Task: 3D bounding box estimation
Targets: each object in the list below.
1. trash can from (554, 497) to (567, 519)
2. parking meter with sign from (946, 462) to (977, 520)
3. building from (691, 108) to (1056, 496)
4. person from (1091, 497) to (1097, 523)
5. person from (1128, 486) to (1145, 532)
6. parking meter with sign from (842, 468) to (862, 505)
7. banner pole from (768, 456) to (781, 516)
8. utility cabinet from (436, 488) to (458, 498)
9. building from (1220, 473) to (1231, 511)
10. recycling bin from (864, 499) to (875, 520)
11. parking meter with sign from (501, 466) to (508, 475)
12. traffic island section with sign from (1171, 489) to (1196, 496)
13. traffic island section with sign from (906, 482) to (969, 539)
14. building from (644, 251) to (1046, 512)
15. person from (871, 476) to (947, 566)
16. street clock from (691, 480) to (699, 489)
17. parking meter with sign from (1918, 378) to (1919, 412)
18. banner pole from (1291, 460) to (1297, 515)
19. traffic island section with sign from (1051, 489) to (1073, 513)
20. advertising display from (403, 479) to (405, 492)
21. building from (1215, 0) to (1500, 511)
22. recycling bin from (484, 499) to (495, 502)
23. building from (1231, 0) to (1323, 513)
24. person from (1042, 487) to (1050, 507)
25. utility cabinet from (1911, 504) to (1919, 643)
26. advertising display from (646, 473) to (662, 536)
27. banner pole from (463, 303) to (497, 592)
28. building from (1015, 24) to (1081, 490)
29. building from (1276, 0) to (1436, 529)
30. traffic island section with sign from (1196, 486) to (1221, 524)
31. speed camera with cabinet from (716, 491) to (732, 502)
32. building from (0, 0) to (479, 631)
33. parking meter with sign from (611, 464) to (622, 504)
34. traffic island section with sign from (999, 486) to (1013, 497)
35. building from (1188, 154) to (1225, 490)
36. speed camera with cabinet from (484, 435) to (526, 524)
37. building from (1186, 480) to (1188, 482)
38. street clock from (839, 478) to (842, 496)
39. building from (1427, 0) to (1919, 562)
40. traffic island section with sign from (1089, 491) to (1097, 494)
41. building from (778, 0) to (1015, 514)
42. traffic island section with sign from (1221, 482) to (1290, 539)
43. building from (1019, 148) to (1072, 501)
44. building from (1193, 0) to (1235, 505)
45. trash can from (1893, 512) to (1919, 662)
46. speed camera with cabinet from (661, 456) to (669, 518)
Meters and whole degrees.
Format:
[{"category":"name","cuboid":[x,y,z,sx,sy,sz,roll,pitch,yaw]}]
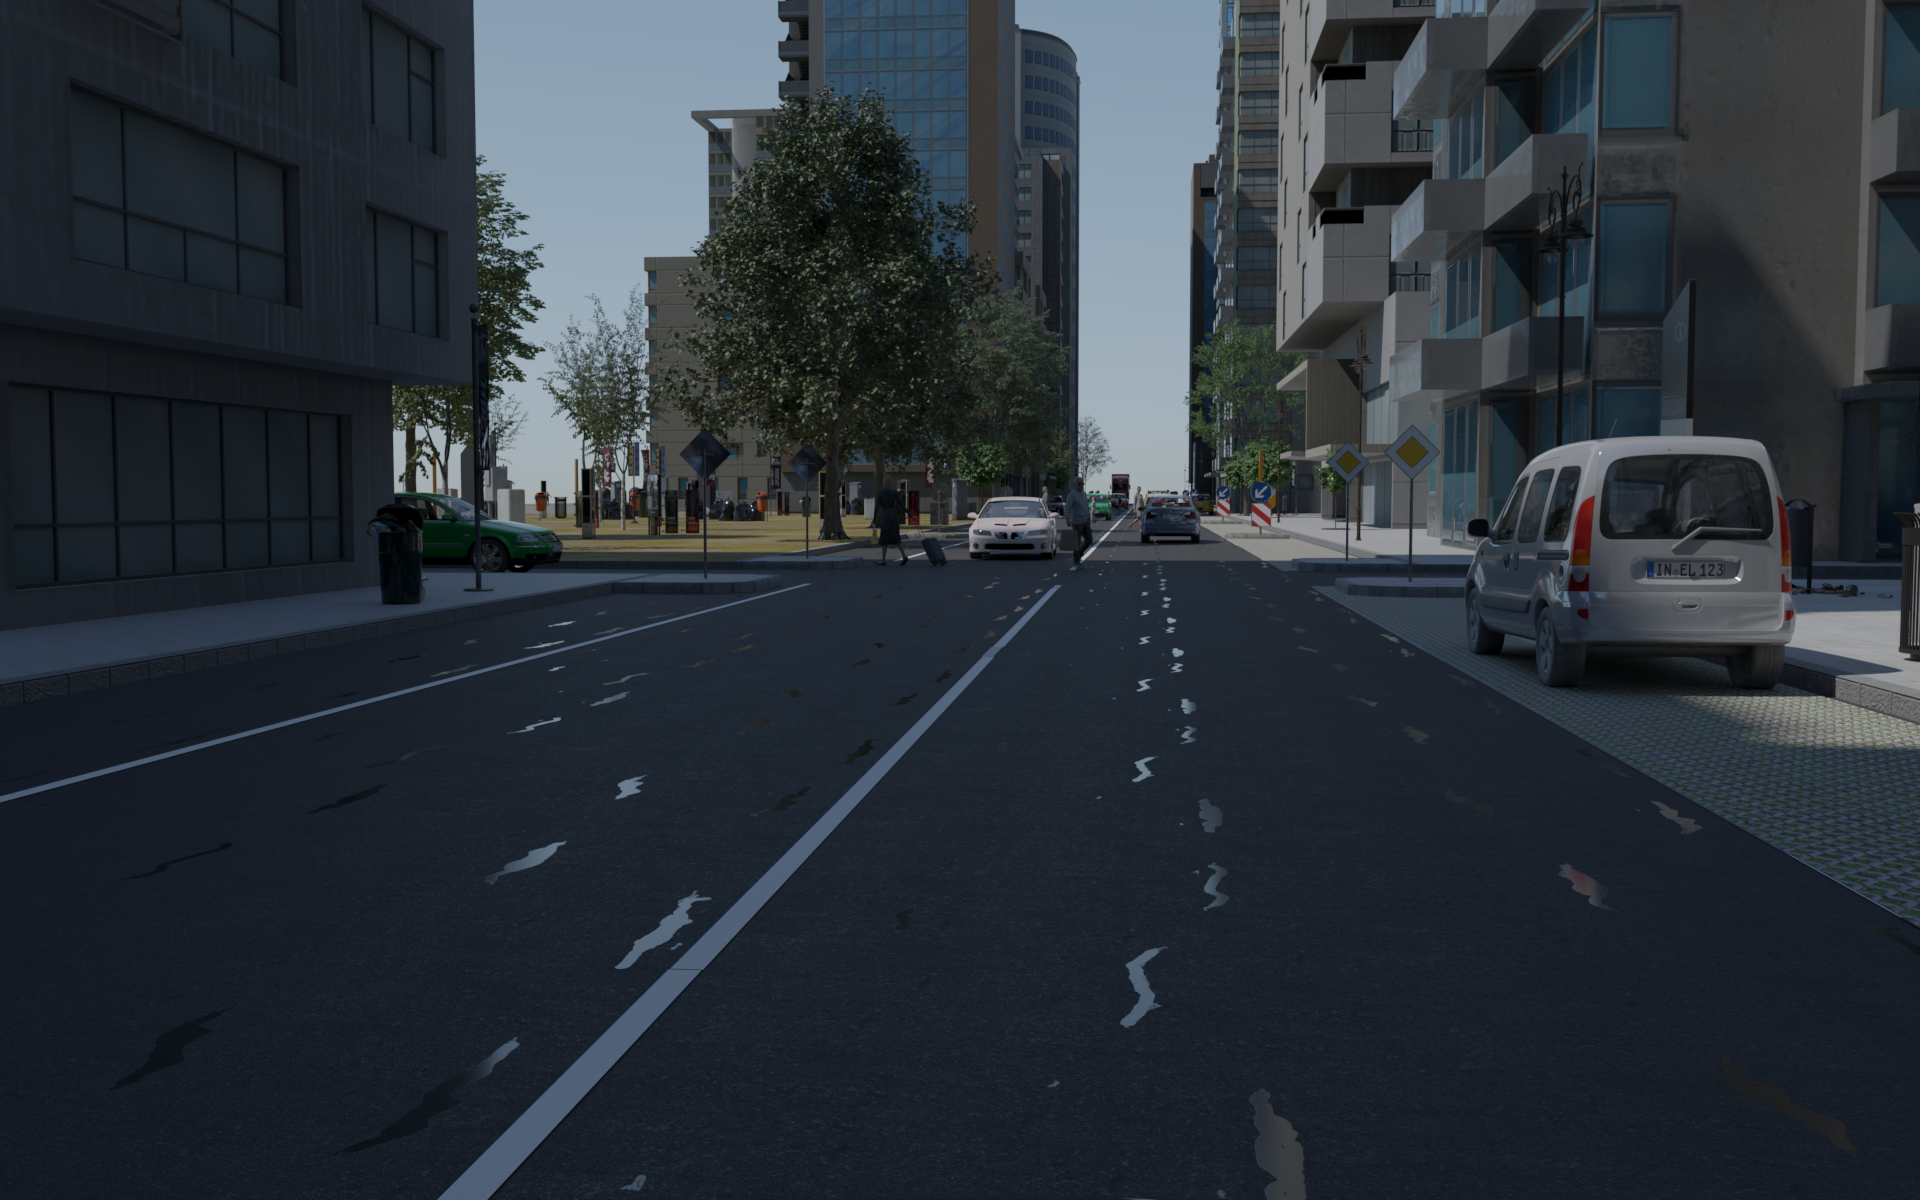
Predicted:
[{"category":"trash can","cuboid":[-20.904,-4.833,90.672,0.748,1.137,0.748,0,3,0]},{"category":"parking meter with sign","cuboid":[0.012,-5.451,85.385,1.738,3.016,0.543,-3,4,-37]},{"category":"building","cuboid":[-7.096,-29.005,166.114,32.217,40.220,23.993,0,4,6]},{"category":"person","cuboid":[6.582,-4.468,85.826,0.394,1.301,0.425,1,4,12]},{"category":"person","cuboid":[6.765,-3.469,65.965,0.760,1.731,0.466,1,4,16]},{"category":"parking meter with sign","cuboid":[-6.659,-6.972,110.249,1.738,3.016,0.543,2,4,33]},{"category":"banner pole","cuboid":[-10.839,-6.798,101.156,0.863,3.779,0.401,-1,4,-13]},{"category":"utility cabinet","cuboid":[-19.758,-3.555,66.802,0.318,1.500,1.173,-3,5,-44]},{"category":"building","cuboid":[37.462,-27.297,138.187,32.217,40.220,23.993,0,4,6]},{"category":"recycling bin","cuboid":[-4.373,-4.553,86.987,0.722,1.027,0.722,1,4,11]},{"category":"parking meter with sign","cuboid":[-28.331,-6.782,107.146,0.543,3.016,1.738,-1,4,-9]},{"category":"traffic island section with sign","cuboid":[20.679,-9.229,159.521,1.989,1.847,2.006,0,4,6]},{"category":"traffic island section with sign","cuboid":[-0.652,-2.933,56.586,1.989,1.847,2.006,0,4,6]},{"category":"building","cuboid":[-7.722,-18.003,139.385,27.650,21.520,28.899,0,4,6]},{"category":"person","cuboid":[-1.077,-1.584,34.622,1.509,1.804,0.699,2,4,27]},{"category":"street clock","cuboid":[-13.620,-5.168,89.073,0.358,2.002,0.471,1,4,18]},{"category":"parking meter with sign","cuboid":[14.244,-1.725,24.462,0.543,3.016,1.738,0,4,1]},{"category":"banner pole","cuboid":[20.298,-7.038,105.080,0.401,3.779,0.863,-1,4,-20]},{"category":"traffic island section with sign","cuboid":[7.594,-7.636,133.470,1.989,1.847,2.006,0,4,6]},{"category":"advertising display","cuboid":[-24.026,-4.305,75.607,0.123,1.923,0.974,-3,5,-44]},{"category":"building","cuboid":[35.884,-33.418,166.000,23.786,49.044,30.456,0,4,6]},{"category":"recycling bin","cuboid":[-26.851,-5.274,98.787,0.722,1.027,0.722,-3,5,-42]},{"category":"building","cuboid":[26.023,-26.708,120.268,14.154,41.232,14.086,0,4,6]},{"category":"person","cuboid":[4.301,-4.765,86.592,0.728,1.800,0.709,0,4,-5]},{"category":"utility cabinet","cuboid":[8.760,-0.227,14.872,1.020,1.237,0.306,0,4,2]},{"category":"advertising display","cuboid":[-9.535,-2.981,53.958,0.123,1.923,0.974,-2,4,-32]},{"category":"banner pole","cuboid":[-6.259,-1.995,22.634,0.401,3.779,0.863,-2,4,-31]},{"category":"building","cuboid":[4.114,-41.491,220.382,21.231,58.520,28.212,0,4,6]},{"category":"building","cuboid":[28.347,-29.679,74.484,28.713,52.752,27.495,0,4,6]},{"category":"traffic island section with sign","cuboid":[12.408,-4.523,82.572,1.989,1.847,2.006,0,4,6]},{"category":"speed camera with cabinet","cuboid":[-14.167,-6.483,100.336,2.038,3.252,0.660,-3,5,-44]},{"category":"building","cuboid":[-14.332,-20.635,20.970,14.086,41.232,14.154,0,4,6]},{"category":"parking meter with sign","cuboid":[-19.027,-6.085,95.743,0.543,3.016,1.738,-2,4,-29]},{"category":"traffic island section with sign","cuboid":[2.275,-4.604,83.902,1.989,1.847,2.006,0,4,6]},{"category":"building","cuboid":[37.329,-35.334,227.825,14.600,45.320,14.200,0,4,6]},{"category":"speed camera with cabinet","cuboid":[-15.053,-3.848,57.256,0.660,3.252,2.038,-3,4,-38]},{"category":"building","cuboid":[44.815,-38.515,249.324,23.786,49.044,30.456,0,4,6]},{"category":"street clock","cuboid":[-5.426,-4.427,76.950,0.358,2.002,0.471,-1,4,-18]},{"category":"building","cuboid":[25.850,-25.722,40.163,30.456,49.044,23.786,0,4,6]},{"category":"traffic island section with sign","cuboid":[19.321,-14.316,242.694,1.989,1.847,2.006,0,4,6]},{"category":"building","cuboid":[-3.727,-28.521,116.428,14.600,45.320,14.200,0,4,6]},{"category":"traffic island section with sign","cuboid":[9.527,-2.880,55.717,1.989,1.847,2.006,0,4,6]},{"category":"building","cuboid":[5.561,-31.555,199.525,14.154,41.232,14.086,0,4,6]},{"category":"building","cuboid":[39.382,-54.495,203.661,22.319,86.520,31.000,0,4,6]},{"category":"trash can","cuboid":[7.550,-0.098,13.261,0.748,1.137,0.748,0,3,0]},{"category":"speed camera with cabinet","cuboid":[-15.302,-5.835,89.742,0.660,3.252,2.038,0,4,1]}]
